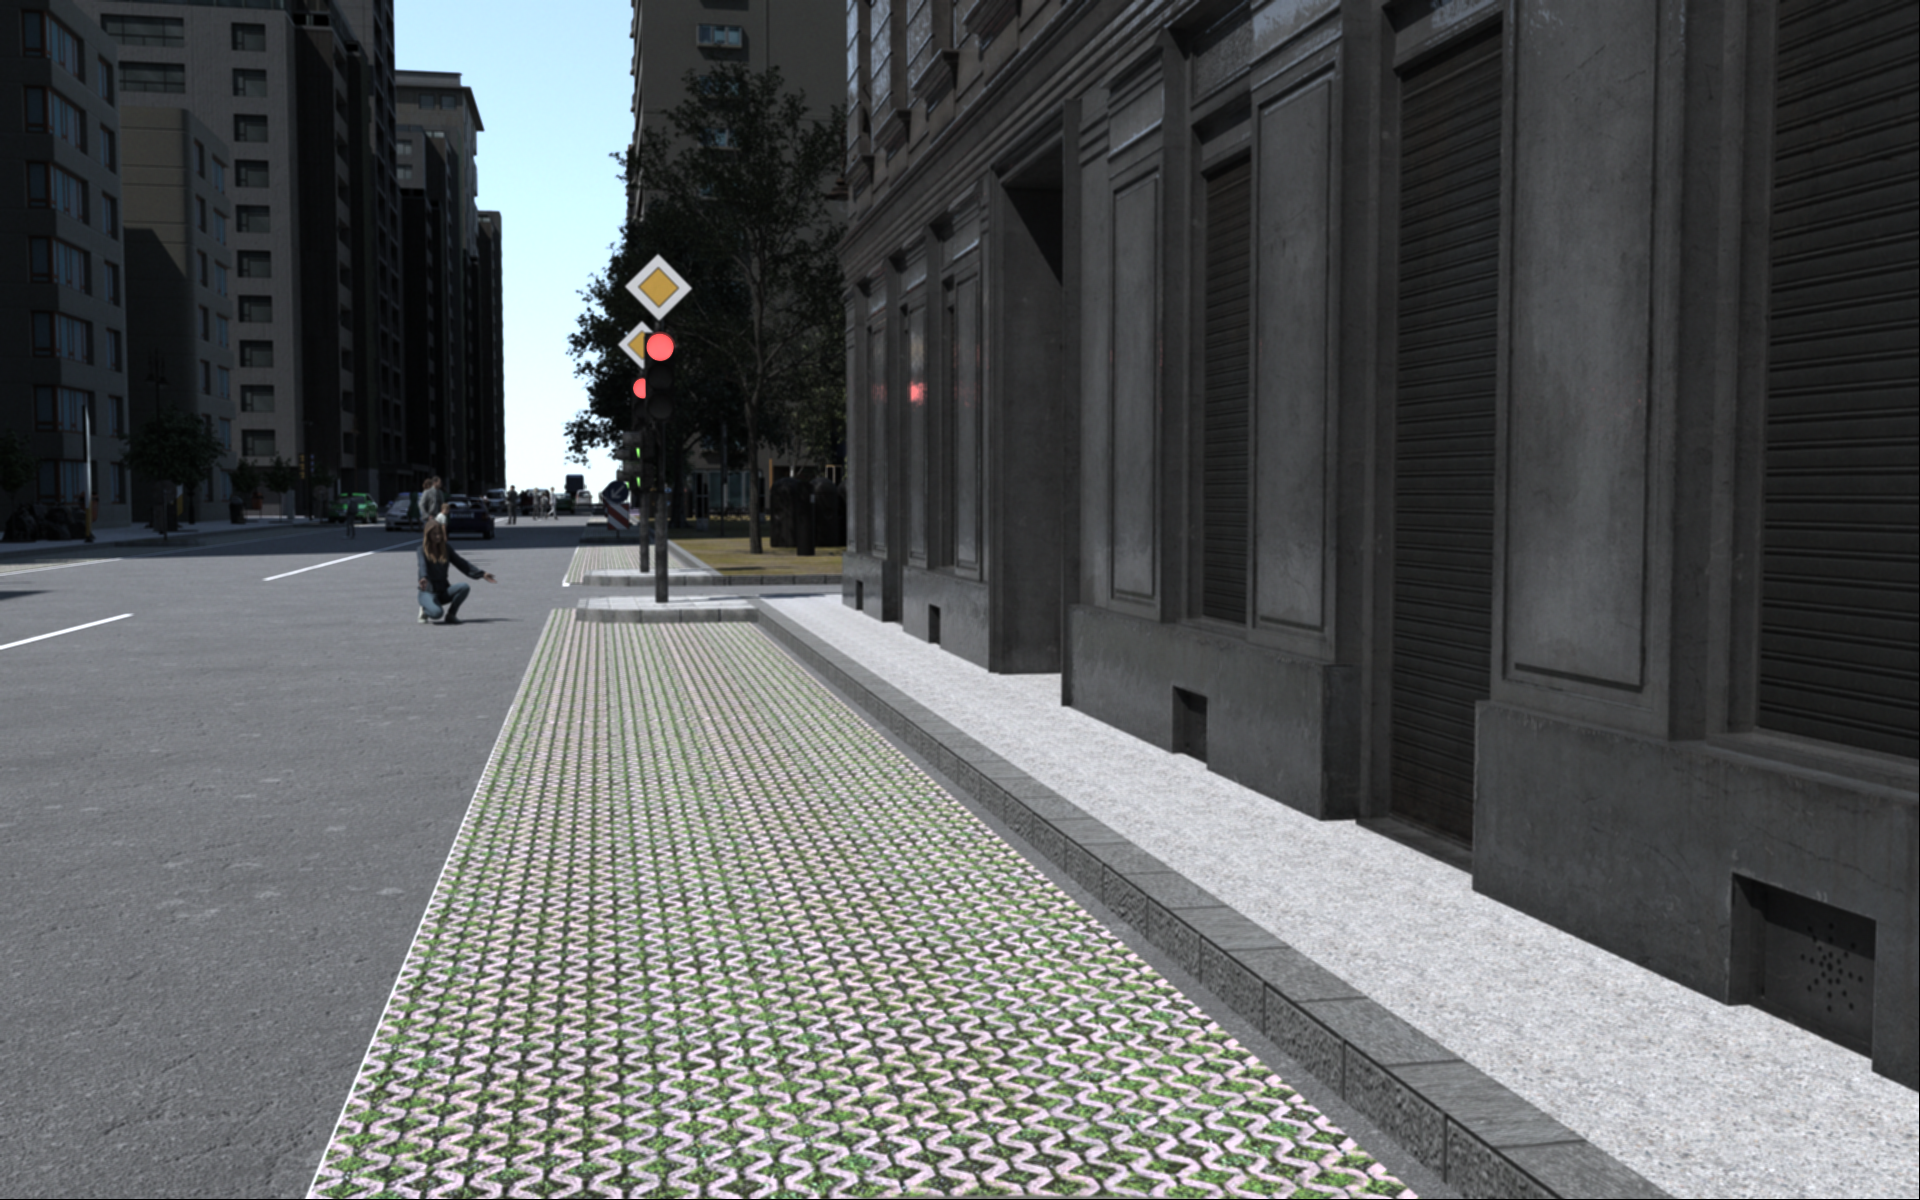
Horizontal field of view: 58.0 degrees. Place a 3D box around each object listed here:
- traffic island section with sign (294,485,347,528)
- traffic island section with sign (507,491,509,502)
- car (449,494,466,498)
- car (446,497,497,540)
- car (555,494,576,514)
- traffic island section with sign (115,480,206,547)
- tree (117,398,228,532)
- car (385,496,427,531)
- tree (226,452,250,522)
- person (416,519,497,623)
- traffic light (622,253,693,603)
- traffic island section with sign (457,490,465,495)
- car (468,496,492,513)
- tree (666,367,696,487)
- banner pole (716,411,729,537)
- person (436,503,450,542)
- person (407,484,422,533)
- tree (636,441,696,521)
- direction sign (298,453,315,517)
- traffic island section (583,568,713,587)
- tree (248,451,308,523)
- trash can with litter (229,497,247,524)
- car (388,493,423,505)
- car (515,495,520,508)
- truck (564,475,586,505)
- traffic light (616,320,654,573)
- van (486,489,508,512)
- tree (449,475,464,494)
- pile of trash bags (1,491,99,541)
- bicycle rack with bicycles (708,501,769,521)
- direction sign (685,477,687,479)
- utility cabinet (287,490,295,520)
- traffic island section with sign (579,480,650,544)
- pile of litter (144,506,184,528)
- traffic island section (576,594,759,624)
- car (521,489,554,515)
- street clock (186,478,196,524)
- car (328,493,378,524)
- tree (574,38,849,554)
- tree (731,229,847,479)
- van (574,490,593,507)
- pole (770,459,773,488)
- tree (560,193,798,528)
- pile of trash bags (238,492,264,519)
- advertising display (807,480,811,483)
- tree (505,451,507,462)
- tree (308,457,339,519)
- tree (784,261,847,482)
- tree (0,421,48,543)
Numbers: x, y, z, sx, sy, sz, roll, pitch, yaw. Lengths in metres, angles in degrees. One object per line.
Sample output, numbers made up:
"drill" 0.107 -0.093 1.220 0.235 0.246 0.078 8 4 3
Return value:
"traffic island section with sign" -27.529 -4.035 74.598 1.989 1.847 2.006 -1 4 -12
"traffic island section with sign" -59.964 -13.580 230.655 1.989 1.847 2.006 -1 4 -12
"car" -30.971 -5.755 106.095 2.014 1.417 4.499 -1 4 -10
"car" -15.858 -2.626 55.518 1.945 1.354 3.894 -1 4 -13
"car" -29.185 -7.229 126.983 1.959 1.807 4.718 -1 4 -11
"traffic island section with sign" -21.903 -2.382 47.573 1.989 1.847 2.006 -1 4 -12
"tree" -26.782 -4.613 59.138 4.285 4.588 4.351 0 3 0
"car" -21.550 -3.429 68.429 2.083 1.381 4.827 -1 4 -12
"tree" -33.130 -5.226 80.044 1.663 3.219 1.824 0 3 0
"person" -5.645 -0.317 19.176 1.012 1.151 0.738 -3 5 -41
"traffic light" -3.545 -1.923 20.368 0.839 4.253 0.868 -1 4 -12
"traffic island section with sign" -43.222 -8.656 150.148 1.989 1.847 2.006 -1 4 -12
"car" -32.902 -6.443 117.916 1.945 1.354 3.894 -1 4 -11
"tree" -15.863 -8.752 93.465 4.360 8.622 3.978 0 3 0
"banner pole" -7.107 -3.800 52.149 0.401 3.779 0.863 -1 4 -22
"person" -10.338 -1.310 34.604 0.352 1.250 0.332 0 4 1
"person" -20.302 -3.406 64.441 0.529 1.795 0.600 0 4 -2
"tree" -14.261 -6.016 82.076 4.285 4.588 4.351 0 3 0
"direction sign" -35.990 -6.328 95.465 0.876 3.537 0.379 0 4 0
"traffic island section" -5.129 -0.369 28.309 2.009 0.180 2.903 -1 4 -12
"tree" -30.451 -5.062 77.371 1.663 3.219 1.824 0 3 0
"trash can with litter" -30.933 -3.851 74.348 0.624 1.170 1.055 -3 5 -44
"car" -24.052 -4.063 76.029 1.945 1.707 3.694 -1 4 -13
"car" -43.479 -9.766 172.034 2.083 1.381 4.827 -1 4 -11
"truck" -51.856 -14.842 232.420 2.967 4.110 18.799 -1 4 -11
"traffic light" -5.170 -2.402 28.187 0.839 4.253 0.868 -1 4 -12
"van" -36.716 -7.944 136.891 2.013 2.044 4.112 -1 4 -11
"tree" -50.702 -11.004 174.509 1.663 3.219 1.824 0 3 0
"pile of trash bags" -25.392 -2.399 48.973 1.912 1.369 3.447 0 4 1
"bicycle rack with bicycles" -11.159 -4.363 84.721 2.925 0.926 2.852 1 4 21
"direction sign" -14.170 -5.815 87.071 0.876 3.537 0.379 -2 4 -24
"utility cabinet" -33.378 -4.756 86.437 0.318 1.500 1.173 -1 4 -17
"traffic island section with sign" -10.120 -2.571 50.664 1.989 1.847 2.006 -1 4 -12
"pile of litter" -30.141 -3.142 65.336 1.719 0.858 1.176 2 4 26
"traffic island section" -3.504 0.110 20.491 2.009 0.180 2.903 -1 4 -12
"car" -29.089 -6.771 119.380 2.281 1.827 5.304 -1 4 -11
"street clock" -32.643 -4.218 73.537 0.471 2.002 0.358 -3 5 -39
"car" -28.969 -4.519 82.677 1.959 1.807 4.718 -1 4 -10
"tree" -4.641 -6.250 36.594 7.601 10.594 8.767 -3 5 -40
"tree" -4.589 -5.970 47.977 4.360 8.622 3.978 0 3 0
"van" -40.949 -11.096 188.425 2.013 2.044 4.112 -1 4 -13
"pole" -10.928 -6.524 100.502 0.158 3.312 0.155 0 3 0
"tree" -10.586 -9.083 65.510 9.611 12.733 9.660 0 3 0
"pile of trash bags" -37.853 -4.928 90.319 3.447 1.369 1.912 1 4 14
"advertising display" -6.477 -4.510 78.954 0.974 1.923 0.123 -1 4 -19
"tree" -68.342 -18.568 253.952 4.360 8.622 3.978 0 3 0
"tree" -33.712 -5.892 90.932 1.663 3.219 1.824 0 3 0
"tree" -3.316 -6.292 53.242 4.737 8.622 4.395 0 3 0
"tree" -25.253 -3.135 45.858 1.663 3.219 1.824 0 3 0
